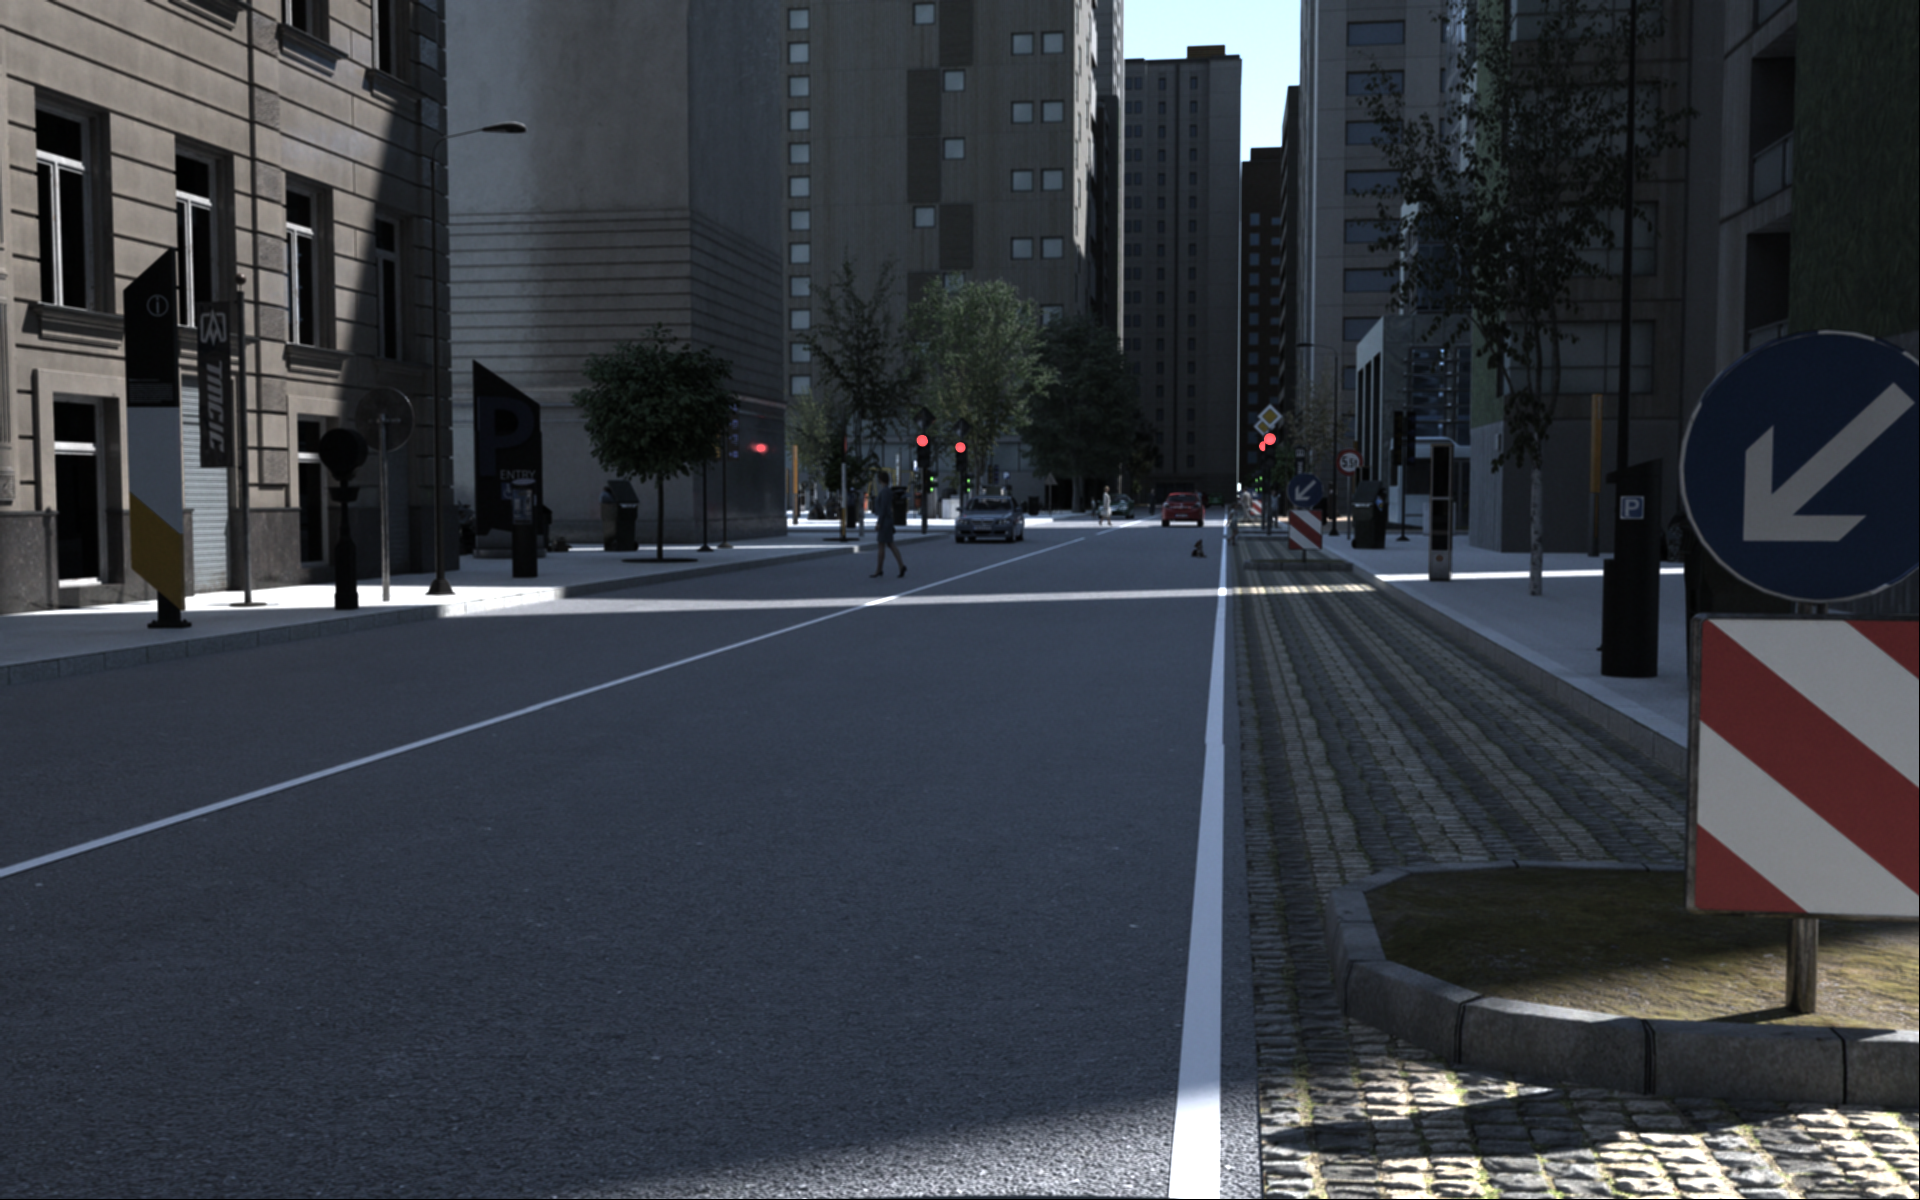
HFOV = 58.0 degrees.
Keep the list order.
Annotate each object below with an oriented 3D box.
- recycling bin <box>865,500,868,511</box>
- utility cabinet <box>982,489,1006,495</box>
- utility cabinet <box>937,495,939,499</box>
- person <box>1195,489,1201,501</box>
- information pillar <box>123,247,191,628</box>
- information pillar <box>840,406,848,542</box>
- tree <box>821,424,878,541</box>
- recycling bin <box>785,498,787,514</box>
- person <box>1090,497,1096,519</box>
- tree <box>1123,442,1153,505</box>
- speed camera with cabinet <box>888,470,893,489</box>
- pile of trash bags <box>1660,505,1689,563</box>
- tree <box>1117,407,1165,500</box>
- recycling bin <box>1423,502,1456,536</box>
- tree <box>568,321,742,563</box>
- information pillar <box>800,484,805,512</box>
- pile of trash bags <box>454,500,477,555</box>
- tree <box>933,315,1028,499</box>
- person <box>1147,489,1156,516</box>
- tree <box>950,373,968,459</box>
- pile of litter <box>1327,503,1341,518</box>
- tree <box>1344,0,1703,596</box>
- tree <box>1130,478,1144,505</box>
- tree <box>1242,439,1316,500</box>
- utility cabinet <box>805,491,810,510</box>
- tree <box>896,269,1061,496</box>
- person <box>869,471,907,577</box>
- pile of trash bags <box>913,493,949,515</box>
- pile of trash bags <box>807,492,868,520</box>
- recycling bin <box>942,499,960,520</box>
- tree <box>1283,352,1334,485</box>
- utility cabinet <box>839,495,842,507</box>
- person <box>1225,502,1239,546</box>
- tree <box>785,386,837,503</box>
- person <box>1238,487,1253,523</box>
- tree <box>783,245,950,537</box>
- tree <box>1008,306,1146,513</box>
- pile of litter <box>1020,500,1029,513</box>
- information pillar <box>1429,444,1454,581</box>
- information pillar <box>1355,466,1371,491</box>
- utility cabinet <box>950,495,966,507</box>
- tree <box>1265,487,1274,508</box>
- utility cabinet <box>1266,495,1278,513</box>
[{"bbox_3d":[-7.281,-7.118,128.930,0.722,1.027,0.722,-2,4,-29],"label":"recycling bin"},{"bbox_3d":[1.440,-4.460,81.599,1.173,1.500,0.318,2,4,25],"label":"utility cabinet"},{"bbox_3d":[-2.145,-7.556,134.704,1.020,1.237,0.306,0,4,5],"label":"utility cabinet"},{"bbox_3d":[18.127,-7.541,131.813,0.660,1.820,0.620,3,4,38],"label":"person"},{"bbox_3d":[-7.679,-1.540,16.536,0.504,3.616,0.183,0,3,0],"label":"information pillar"},{"bbox_3d":[-3.105,-3.368,46.414,0.183,3.616,0.504,0,4,2],"label":"information pillar"},{"bbox_3d":[-3.327,-3.253,47.782,1.663,3.219,1.824,0,3,0],"label":"tree"},{"bbox_3d":[-11.581,-6.043,111.349,0.722,1.027,0.722,1,4,13],"label":"recycling bin"},{"bbox_3d":[7.763,-5.370,100.980,0.332,1.250,0.352,-2,4,-27],"label":"person"},{"bbox_3d":[21.613,-15.797,208.647,4.737,8.622,4.395,0,3,0],"label":"tree"},{"bbox_3d":[-5.028,-8.861,139.205,0.660,3.252,2.038,-3,5,-44],"label":"speed camera with cabinet"},{"bbox_3d":[14.681,-1.444,33.356,3.447,1.369,1.912,-1,4,-13],"label":"pile of trash bags"},{"bbox_3d":[18.595,-15.348,185.355,7.601,10.594,8.767,-2,4,-25],"label":"tree"},{"bbox_3d":[14.770,-2.496,53.356,0.722,1.027,0.722,-2,4,-35],"label":"recycling bin"},{"bbox_3d":[-5.781,-3.006,32.862,4.285,4.588,4.351,0,3,0],"label":"tree"},{"bbox_3d":[-11.410,-7.389,125.297,0.304,2.012,0.304,-2,4,-27],"label":"information pillar"},{"bbox_3d":[-11.881,-1.677,37.168,3.447,1.369,1.912,1,4,23],"label":"pile of trash bags"},{"bbox_3d":[0.845,-7.430,71.844,4.737,8.622,4.395,0,3,0],"label":"tree"},{"bbox_3d":[12.642,-6.434,114.125,0.576,1.772,0.534,-1,4,-18],"label":"person"},{"bbox_3d":[-1.672,-9.033,98.051,4.360,8.622,3.978,0,3,0],"label":"tree"},{"bbox_3d":[20.083,-4.939,94.720,1.719,0.858,1.176,0,4,8],"label":"pile of litter"},{"bbox_3d":[7.060,-4.365,21.729,4.360,8.622,3.978,0,3,0],"label":"tree"},{"bbox_3d":[20.692,-12.743,202.943,1.663,3.219,1.824,0,3,0],"label":"tree"},{"bbox_3d":[19.717,-7.378,104.344,4.285,4.588,4.351,0,3,0],"label":"tree"},{"bbox_3d":[-12.057,-7.812,136.405,0.318,1.500,1.173,-1,4,-12],"label":"utility cabinet"},{"bbox_3d":[0.887,-9.411,79.621,9.928,11.665,9.643,0,3,0],"label":"tree"},{"bbox_3d":[-1.246,-1.298,29.738,0.654,1.822,0.581,2,4,30],"label":"person"},{"bbox_3d":[-1.786,-5.922,106.571,1.912,1.369,3.447,2,4,33],"label":"pile of trash bags"},{"bbox_3d":[-5.866,-4.675,86.184,1.912,1.369,3.447,3,5,41],"label":"pile of trash bags"},{"bbox_3d":[-0.415,-4.544,86.848,0.722,1.027,0.722,-3,4,-36],"label":"recycling bin"},{"bbox_3d":[18.735,-8.595,90.896,4.360,8.622,3.978,0,3,0],"label":"tree"},{"bbox_3d":[-8.406,-6.815,122.581,0.306,1.237,1.020,0,4,-5],"label":"utility cabinet"},{"bbox_3d":[7.588,-2.125,48.259,0.382,1.210,0.505,1,4,14],"label":"person"},{"bbox_3d":[-9.790,-10.126,115.914,4.737,8.622,4.395,0,3,0],"label":"tree"},{"bbox_3d":[14.001,-4.649,84.791,0.678,1.792,0.850,-3,5,-40],"label":"person"},{"bbox_3d":[-2.734,-6.224,52.118,4.360,8.622,3.978,0,3,0],"label":"tree"},{"bbox_3d":[7.748,-12.818,116.236,9.857,13.997,8.962,0,3,0],"label":"tree"},{"bbox_3d":[4.628,-6.354,117.845,1.176,0.858,1.719,2,4,33],"label":"pile of litter"},{"bbox_3d":[7.105,-1.289,25.561,0.304,2.012,0.304,1,4,21],"label":"information pillar"},{"bbox_3d":[10.614,-2.520,45.688,0.304,2.012,0.304,-1,4,-20],"label":"information pillar"},{"bbox_3d":[-0.123,-6.349,114.972,1.020,1.237,0.306,0,4,8],"label":"utility cabinet"},{"bbox_3d":[29.244,-10.378,164.286,1.663,3.219,1.824,0,3,0],"label":"tree"},{"bbox_3d":[21.312,-6.541,118.106,0.306,1.237,1.020,-2,4,-25],"label":"utility cabinet"}]
